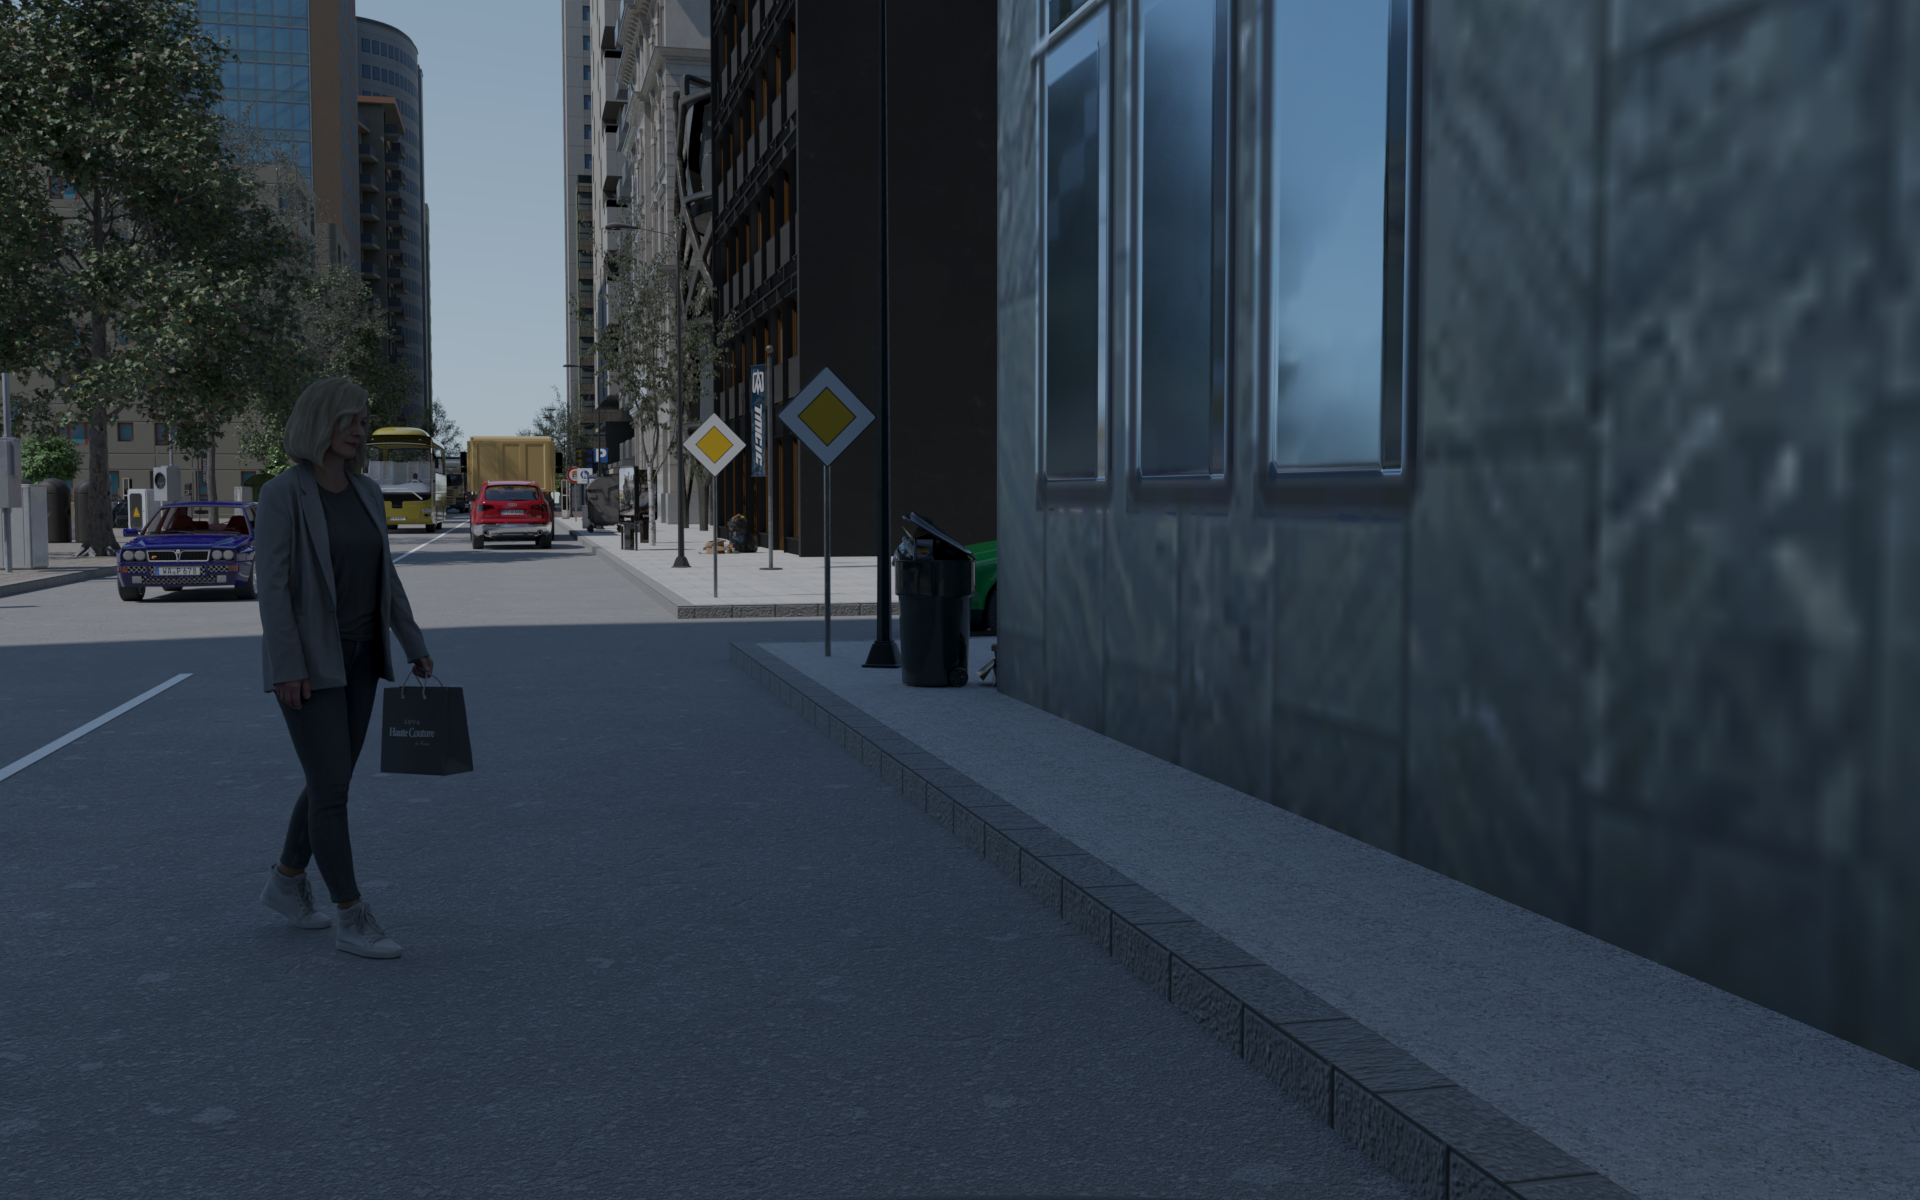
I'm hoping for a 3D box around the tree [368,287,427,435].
[{"bbox_3d":[-30.965,-10.261,84.778,9.611,12.733,9.660,0,3,0],"label":"tree"}]

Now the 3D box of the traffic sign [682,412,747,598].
[{"bbox_3d":[-3.026,-1.084,21.372,0.795,2.450,0.064,-1,4,-14],"label":"traffic sign"}]

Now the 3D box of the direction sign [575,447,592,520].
[{"bbox_3d":[-18.271,-5.639,84.203,0.876,3.537,0.379,-3,4,-37],"label":"direction sign"}]

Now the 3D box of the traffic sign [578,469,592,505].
[{"bbox_3d":[-15.030,-4.118,69.454,0.606,2.300,0.079,-1,4,-8],"label":"traffic sign"}]

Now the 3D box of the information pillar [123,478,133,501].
[{"bbox_3d":[-38.320,-4.605,79.789,0.304,2.012,0.304,0,4,7],"label":"information pillar"}]

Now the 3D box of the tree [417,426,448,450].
[{"bbox_3d":[-54.564,-13.896,177.563,4.360,8.622,3.978,0,3,0],"label":"tree"}]

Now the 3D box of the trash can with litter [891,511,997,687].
[{"bbox_3d":[0.068,-0.019,11.694,1.055,1.170,0.624,0,4,-3],"label":"trash can with litter"}]

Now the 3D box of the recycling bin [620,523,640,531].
[{"bbox_3d":[-11.293,-2.897,59.919,0.722,1.027,0.722,3,4,38],"label":"recycling bin"}]

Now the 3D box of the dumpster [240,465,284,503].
[{"bbox_3d":[-23.231,-3.401,58.092,1.502,2.255,1.985,-1,4,-14],"label":"dumpster"}]

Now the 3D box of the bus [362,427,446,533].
[{"bbox_3d":[-21.483,-4.629,67.226,2.896,3.916,12.252,-1,4,-14],"label":"bus"}]

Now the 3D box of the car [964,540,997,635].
[{"bbox_3d":[1.690,-0.551,17.807,4.718,1.807,1.959,-1,4,-16],"label":"car"}]

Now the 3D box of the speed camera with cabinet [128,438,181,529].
[{"bbox_3d":[-26.633,-3.846,57.218,2.038,3.252,0.660,2,4,30],"label":"speed camera with cabinet"}]

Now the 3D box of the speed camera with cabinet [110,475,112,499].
[{"bbox_3d":[-38.062,-5.002,76.115,0.660,3.252,2.038,0,4,0],"label":"speed camera with cabinet"}]

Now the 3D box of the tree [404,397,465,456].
[{"bbox_3d":[-50.481,-14.099,164.931,7.601,10.594,8.767,-1,4,-11],"label":"tree"}]

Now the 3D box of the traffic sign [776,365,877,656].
[{"bbox_3d":[-1.048,-0.611,13.635,0.795,2.450,0.064,-1,4,-14],"label":"traffic sign"}]

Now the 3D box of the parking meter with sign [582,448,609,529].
[{"bbox_3d":[-13.634,-4.180,64.602,0.543,3.016,1.738,0,4,7],"label":"parking meter with sign"}]

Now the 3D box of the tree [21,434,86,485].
[{"bbox_3d":[-42.763,-5.952,81.024,4.285,4.588,4.351,0,3,0],"label":"tree"}]

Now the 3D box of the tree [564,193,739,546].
[{"bbox_3d":[-7.550,-5.630,42.407,4.360,8.622,3.978,0,3,0],"label":"tree"}]

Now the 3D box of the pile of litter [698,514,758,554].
[{"bbox_3d":[-5.072,-1.448,37.640,1.176,0.858,1.719,3,4,39],"label":"pile of litter"}]

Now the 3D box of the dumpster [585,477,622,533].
[{"bbox_3d":[-11.880,-3.198,58.050,1.264,1.857,1.865,-1,4,-14],"label":"dumpster"}]

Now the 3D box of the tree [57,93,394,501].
[{"bbox_3d":[-21.903,-8.547,50.113,12.009,13.543,11.850,0,3,0],"label":"tree"}]

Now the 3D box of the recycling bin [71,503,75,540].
[{"bbox_3d":[-25.820,-2.357,51.083,0.722,1.027,0.722,3,5,41],"label":"recycling bin"}]

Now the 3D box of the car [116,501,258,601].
[{"bbox_3d":[-10.689,-0.733,24.571,1.945,1.354,3.894,-1,4,-13],"label":"car"}]

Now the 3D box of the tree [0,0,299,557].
[{"bbox_3d":[-17.659,-7.245,35.471,9.611,12.733,9.660,0,3,0],"label":"tree"}]

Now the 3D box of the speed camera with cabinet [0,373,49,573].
[{"bbox_3d":[-15.926,-2.122,29.030,0.660,3.252,2.038,-1,4,-12],"label":"speed camera with cabinet"}]

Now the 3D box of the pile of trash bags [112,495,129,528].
[{"bbox_3d":[-33.595,-3.654,69.499,3.447,1.369,1.912,0,4,-8],"label":"pile of trash bags"}]

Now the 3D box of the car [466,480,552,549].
[{"bbox_3d":[-12.135,-2.327,46.714,2.281,1.827,5.304,-1,4,-16],"label":"car"}]

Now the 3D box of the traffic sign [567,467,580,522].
[{"bbox_3d":[-17.889,-4.924,80.612,0.768,2.556,0.104,0,4,-8],"label":"traffic sign"}]

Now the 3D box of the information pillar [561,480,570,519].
[{"bbox_3d":[-20.206,-5.152,88.731,0.304,2.012,0.304,1,4,11],"label":"information pillar"}]

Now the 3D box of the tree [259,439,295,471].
[{"bbox_3d":[-23.949,-4.048,60.785,1.663,3.219,1.824,0,3,0],"label":"tree"}]

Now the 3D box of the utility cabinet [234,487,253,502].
[{"bbox_3d":[-21.572,-2.661,52.187,0.318,1.500,1.173,-2,4,-34],"label":"utility cabinet"}]

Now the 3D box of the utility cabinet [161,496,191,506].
[{"bbox_3d":[-28.496,-3.167,62.934,1.020,1.237,0.306,-3,5,-42],"label":"utility cabinet"}]
